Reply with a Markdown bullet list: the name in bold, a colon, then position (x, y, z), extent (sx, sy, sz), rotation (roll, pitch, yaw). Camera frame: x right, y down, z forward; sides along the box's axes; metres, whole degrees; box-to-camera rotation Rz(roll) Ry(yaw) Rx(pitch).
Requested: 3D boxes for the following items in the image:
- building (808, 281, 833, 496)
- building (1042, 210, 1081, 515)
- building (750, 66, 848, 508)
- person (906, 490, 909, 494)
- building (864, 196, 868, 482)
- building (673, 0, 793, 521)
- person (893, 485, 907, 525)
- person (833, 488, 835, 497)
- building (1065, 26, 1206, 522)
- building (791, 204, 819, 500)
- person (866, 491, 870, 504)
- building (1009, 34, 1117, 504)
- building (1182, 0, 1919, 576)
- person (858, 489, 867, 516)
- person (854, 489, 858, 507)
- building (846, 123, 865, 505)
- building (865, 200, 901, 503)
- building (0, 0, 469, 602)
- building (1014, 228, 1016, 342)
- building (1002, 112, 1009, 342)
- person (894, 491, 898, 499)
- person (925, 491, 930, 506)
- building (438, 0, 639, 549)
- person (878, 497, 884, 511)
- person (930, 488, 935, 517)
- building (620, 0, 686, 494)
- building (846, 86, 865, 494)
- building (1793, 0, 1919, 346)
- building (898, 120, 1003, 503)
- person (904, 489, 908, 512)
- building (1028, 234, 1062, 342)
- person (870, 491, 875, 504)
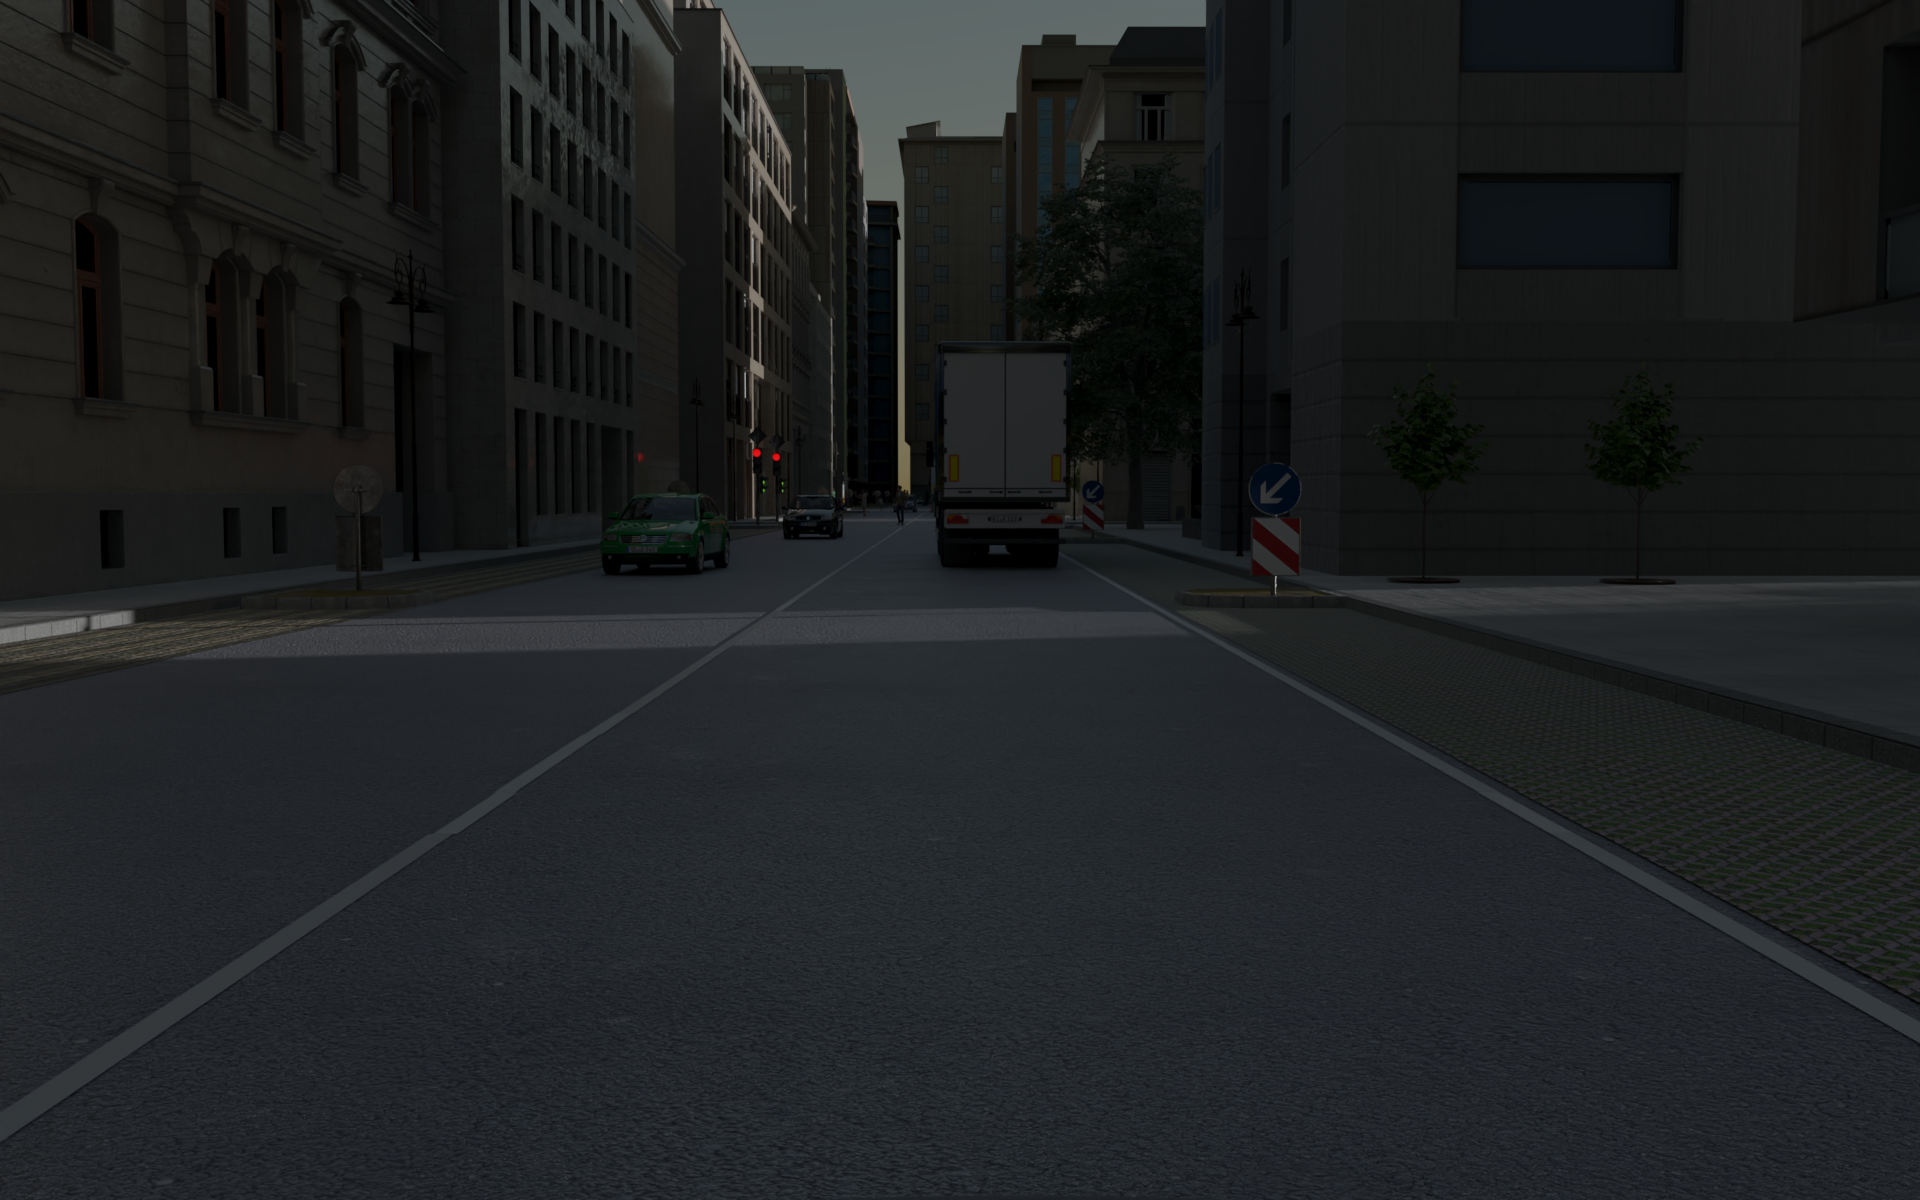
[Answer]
- **building**: position (-16.262, -17.585, 142.274), extent (10.420, 20.320, 16.860), rotation (0, 4, 0)
- **building**: position (10.982, -15.726, 111.874), extent (10.420, 20.320, 16.860), rotation (0, 4, 0)
- **building**: position (-18.004, -29.250, 161.833), extent (14.154, 41.232, 14.086), rotation (0, 4, 0)
- **person**: position (-5.039, -9.548, 164.707), extent (0.705, 1.812, 1.348), rotation (2, 4, 25)
- **building**: position (-18.975, -32.981, 222.839), extent (14.086, 41.232, 14.154), rotation (0, 4, 0)
- **building**: position (-20.503, -17.824, 95.944), extent (19.350, 26.468, 34.151), rotation (0, 4, 0)
- **person**: position (-2.792, -4.398, 80.316), extent (0.656, 1.842, 0.836), rotation (0, 4, -5)
- **person**: position (-11.281, -9.029, 153.909), extent (0.529, 1.795, 0.600), rotation (2, 4, 25)
- **building**: position (20.795, -15.528, 87.174), extent (30.059, 22.955, 16.112), rotation (0, 4, 0)
- **building**: position (-16.268, -17.992, 123.049), extent (11.050, 23.489, 19.941), rotation (0, 4, 0)
- **person**: position (-11.569, -12.691, 214.278), extent (0.721, 1.736, 1.217), rotation (3, 5, 40)
- **building**: position (12.675, -31.837, 170.651), extent (14.600, 45.320, 14.200), rotation (0, 4, 0)
- **building**: position (16.356, -30.418, 39.335), extent (21.231, 58.520, 28.212), rotation (0, 4, 0)
- **person**: position (-6.210, -6.241, 110.903), extent (0.532, 1.782, 0.716), rotation (1, 4, 15)
- **person**: position (-10.638, -10.469, 177.214), extent (0.705, 1.823, 1.348), rotation (0, 4, 1)
- **building**: position (-18.624, -33.926, 204.804), extent (14.600, 45.320, 14.200), rotation (0, 4, 0)
- **building**: position (-23.104, -36.367, 249.229), extent (28.867, 44.769, 22.147), rotation (0, 4, 0)
- **building**: position (-17.638, -14.673, 27.289), extent (14.401, 28.519, 23.554), rotation (0, 4, 0)
- **building**: position (12.743, -25.310, 185.525), extent (14.160, 30.474, 14.107), rotation (0, 4, 0)
- **building**: position (11.943, -33.594, 199.376), extent (14.600, 45.320, 14.200), rotation (0, 4, 0)
- **person**: position (-6.878, -11.147, 190.766), extent (0.705, 1.823, 1.348), rotation (-2, 4, -24)
- **person**: position (-4.022, -12.452, 211.725), extent (0.705, 1.869, 1.348), rotation (1, 4, 19)
- **building**: position (-15.659, -11.802, 47.718), extent (10.420, 20.320, 16.860), rotation (0, 4, 0)
- **person**: position (-6.711, -8.118, 146.242), extent (0.505, 1.210, 0.382), rotation (-1, 4, -17)
- **person**: position (-1.571, -6.033, 107.129), extent (0.794, 1.824, 0.713), rotation (0, 4, -6)
- **building**: position (-21.308, -17.086, 65.258), extent (20.117, 28.700, 13.634), rotation (0, 4, 0)
- **building**: position (-22.252, -32.325, 183.143), extent (22.147, 44.769, 28.867), rotation (0, 4, 0)
- **building**: position (36.225, -23.174, 62.498), extent (14.086, 41.232, 14.154), rotation (0, 4, 0)
- **building**: position (5.186, -40.578, 252.695), extent (27.495, 52.752, 28.713), rotation (0, 4, 0)
- **person**: position (-4.466, -8.071, 140.560), extent (0.694, 1.812, 0.767), rotation (-1, 4, -13)
- **building**: position (12.579, -19.474, 137.492), extent (14.460, 24.649, 34.723), rotation (0, 4, 0)
- **person**: position (-11.142, -13.197, 222.539), extent (1.217, 1.736, 0.721), rotation (0, 4, 2)
